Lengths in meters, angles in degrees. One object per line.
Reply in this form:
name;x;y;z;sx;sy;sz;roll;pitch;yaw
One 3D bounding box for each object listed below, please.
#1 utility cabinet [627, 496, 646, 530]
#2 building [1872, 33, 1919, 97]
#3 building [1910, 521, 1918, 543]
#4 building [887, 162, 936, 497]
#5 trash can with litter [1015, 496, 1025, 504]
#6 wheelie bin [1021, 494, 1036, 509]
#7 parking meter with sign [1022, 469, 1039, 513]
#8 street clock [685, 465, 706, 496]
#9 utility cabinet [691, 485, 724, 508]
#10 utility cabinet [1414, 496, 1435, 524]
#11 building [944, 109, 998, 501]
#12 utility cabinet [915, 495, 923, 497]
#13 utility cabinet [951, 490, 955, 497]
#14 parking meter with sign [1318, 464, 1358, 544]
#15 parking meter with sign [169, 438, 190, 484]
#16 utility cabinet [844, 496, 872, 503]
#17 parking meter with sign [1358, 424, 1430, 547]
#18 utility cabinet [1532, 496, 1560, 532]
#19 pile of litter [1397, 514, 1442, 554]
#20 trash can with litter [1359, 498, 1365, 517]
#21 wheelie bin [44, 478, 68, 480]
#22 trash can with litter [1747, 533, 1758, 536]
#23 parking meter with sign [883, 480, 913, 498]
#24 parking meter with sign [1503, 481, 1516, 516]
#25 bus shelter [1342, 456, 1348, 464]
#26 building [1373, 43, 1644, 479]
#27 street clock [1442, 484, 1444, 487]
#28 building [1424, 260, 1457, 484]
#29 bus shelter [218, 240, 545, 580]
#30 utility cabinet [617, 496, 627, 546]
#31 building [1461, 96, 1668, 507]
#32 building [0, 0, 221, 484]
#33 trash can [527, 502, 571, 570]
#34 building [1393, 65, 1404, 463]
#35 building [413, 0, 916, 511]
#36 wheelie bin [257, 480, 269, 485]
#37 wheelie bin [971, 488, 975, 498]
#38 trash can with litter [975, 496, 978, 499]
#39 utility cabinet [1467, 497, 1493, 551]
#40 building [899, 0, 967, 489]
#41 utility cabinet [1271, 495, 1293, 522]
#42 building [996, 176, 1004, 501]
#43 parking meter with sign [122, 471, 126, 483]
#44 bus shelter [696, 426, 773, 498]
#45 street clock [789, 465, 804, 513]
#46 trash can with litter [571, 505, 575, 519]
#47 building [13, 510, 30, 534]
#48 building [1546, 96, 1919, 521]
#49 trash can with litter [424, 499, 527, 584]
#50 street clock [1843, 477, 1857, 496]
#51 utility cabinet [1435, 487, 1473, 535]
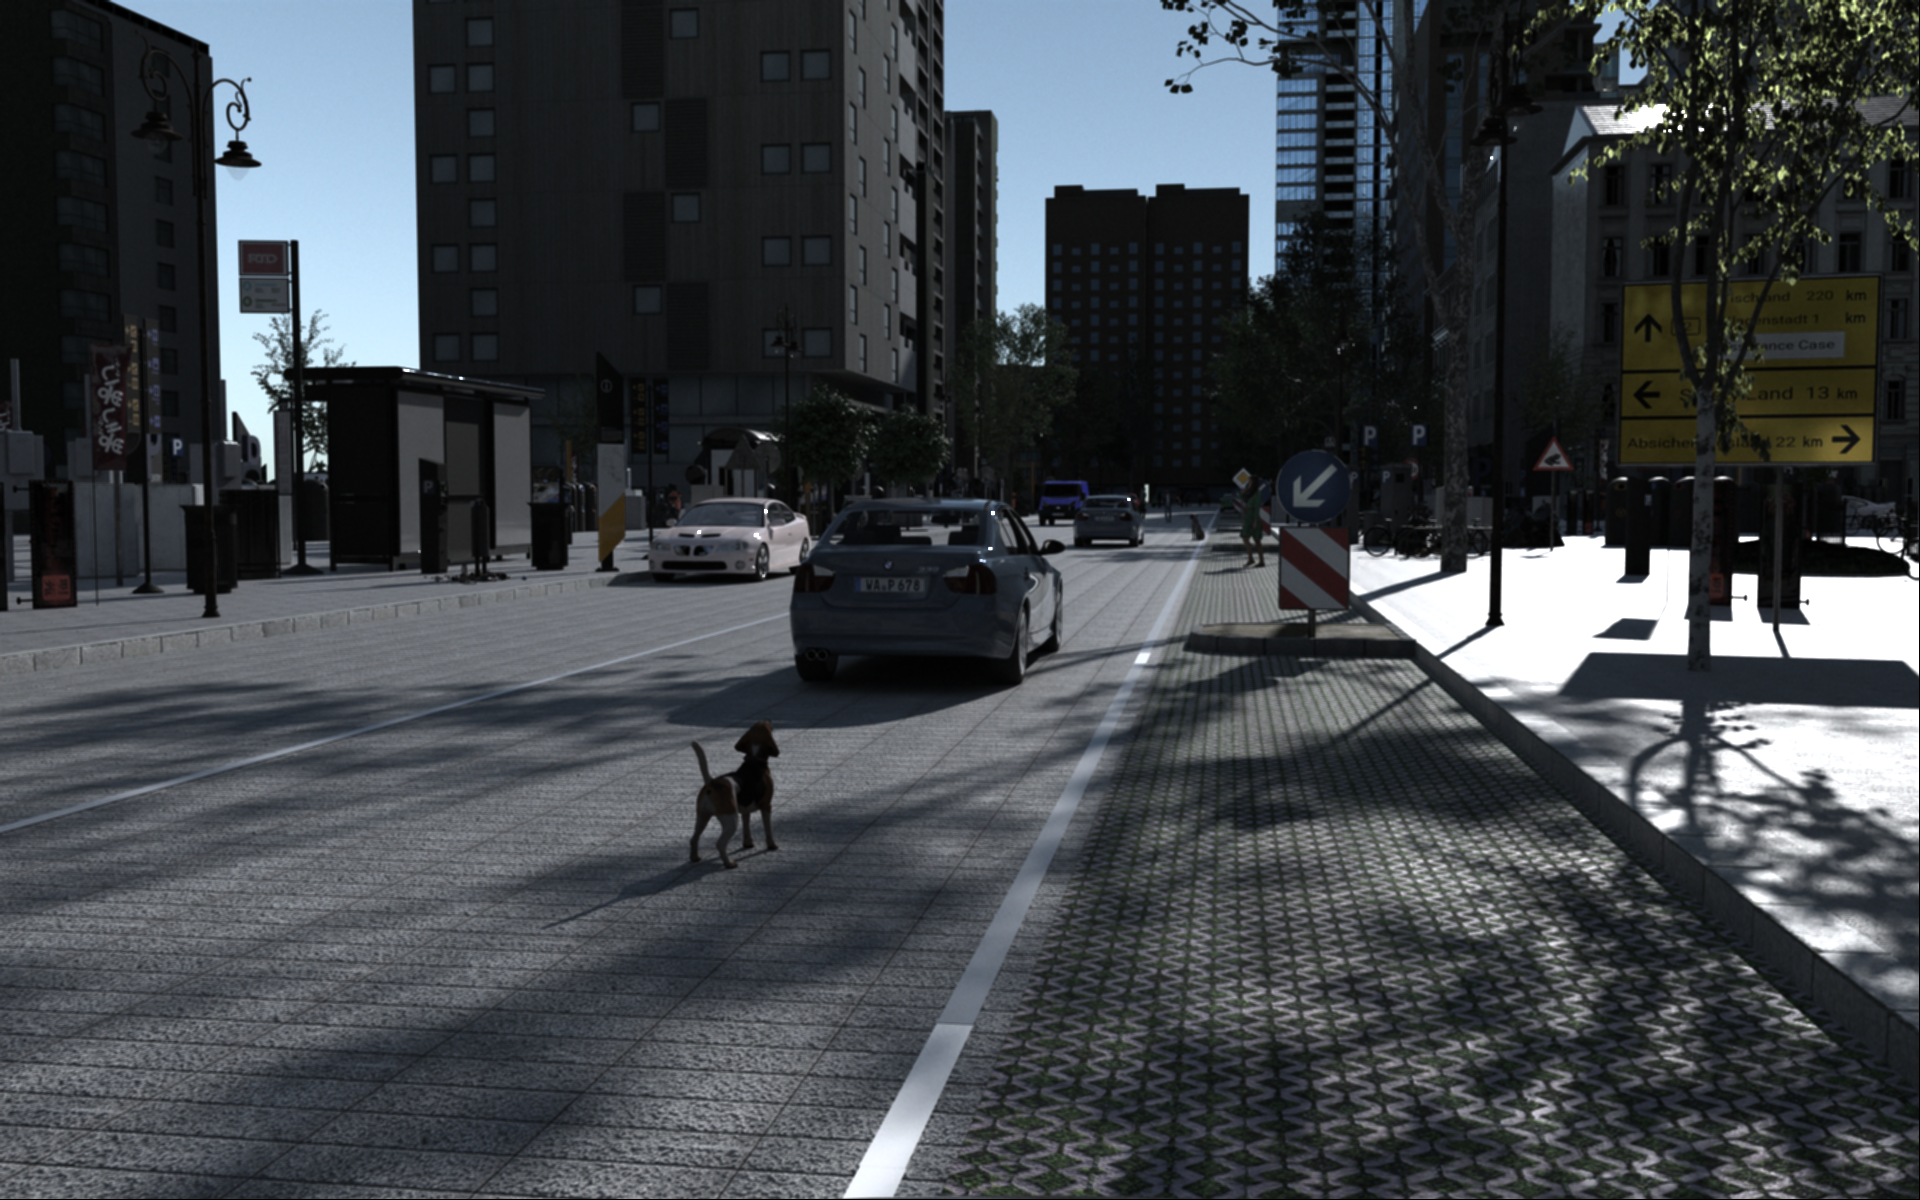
utility cabinet;-11.639;-3.092;61.712;1.020;1.237;0.306;3;4;37
building;66.465;-17.355;88.262;34.151;26.468;19.350;1;4;9
building;33.213;-29.985;32.261;21.231;58.520;28.212;1;4;9
building;-10.120;-22.863;145.507;14.160;30.474;14.107;1;4;9
trash can with litter;3.294;-5.403;99.718;1.055;1.170;0.624;-2;4;-27
wheelie bin;5.134;-7.620;132.494;0.980;1.594;0.693;-1;4;-17
parking meter with sign;4.629;-7.590;120.355;1.738;3.016;0.543;0;4;7
street clock;-6.633;-2.382;43.518;0.471;2.002;0.358;1;4;19
utility cabinet;-5.995;-1.991;41.238;0.318;1.500;1.173;-2;4;-35
utility cabinet;19.854;-3.819;73.607;1.020;1.237;0.306;0;4;-2
building;-3.949;-30.384;180.370;14.154;41.232;14.086;1;4;9
utility cabinet;-2.229;-5.028;93.369;0.306;1.237;1.020;1;4;14
utility cabinet;-0.122;-5.957;106.083;0.318;1.500;1.173;-3;4;-38
parking meter with sign;9.894;-2.949;44.473;0.543;3.016;1.738;-2;4;-30
parking meter with sign;-23.693;-3.533;54.023;1.738;3.016;0.543;1;4;14
utility cabinet;-3.798;-3.261;64.476;1.020;1.237;0.306;0;4;-5
parking meter with sign;10.723;-2.840;42.690;1.738;3.016;0.543;-2;4;-31
utility cabinet;18.998;-2.754;56.192;0.306;1.237;1.020;-1;4;-19
pile of litter;10.195;-1.451;37.688;1.719;0.858;1.176;-2;4;-30
trash can with litter;19.627;-4.452;84.178;1.055;1.170;0.624;0;4;4
wheelie bin;-17.643;-1.582;33.767;0.980;1.594;0.693;-2;4;-25
trash can with litter;24.765;-2.553;52.795;1.678;1.210;2.233;2;4;34
parking meter with sign;-2.948;-5.019;78.325;1.738;3.016;0.543;1;4;13
parking meter with sign;31.438;-6.286;99.033;1.738;3.016;0.543;1;4;22
bus shelter;22.122;-6.857;103.388;1.731;3.624;6.357;1;4;9
building;58.196;-34.821;188.927;23.786;49.044;30.456;1;4;9
street clock;34.868;-7.367;125.013;0.471;2.002;0.358;1;4;14
building;42.928;-18.215;133.976;11.583;22.565;21.152;1;4;9
bus shelter;-9.918;-3.203;29.998;2.179;5.291;8.768;1;4;9
utility cabinet;-8.569;-1.932;42.742;0.306;1.237;1.020;0;4;5
building;40.185;-18.077;113.585;12.078;24.808;19.932;1;4;9
building;-54.420;-20.267;103.073;14.107;30.474;14.160;1;4;9
trash can;-6.955;-1.082;29.350;0.748;1.137;0.748;0;3;0
building;49.947;-31.657;167.698;14.600;45.320;14.200;1;4;9
building;-18.050;-32.229;116.177;28.713;52.752;27.495;1;4;9
wheelie bin;-15.538;-1.877;38.596;0.693;1.594;0.980;-3;4;-36
wheelie bin;0.331;-5.088;91.096;0.980;1.594;0.693;-3;4;-38
trash can with litter;1.067;-8.089;143.639;0.624;1.170;1.055;-3;5;-42
utility cabinet;11.777;-1.724;39.353;0.306;1.237;1.020;-1;4;-10
building;-10.125;-44.272;162.091;20.563;71.187;20.611;1;4;9
utility cabinet;14.677;-4.144;78.916;1.020;1.237;0.306;-2;4;-24
building;-9.140;-33.574;203.555;28.867;44.769;22.147;1;4;9
parking meter with sign;-47.134;-6.107;96.105;1.738;3.016;0.543;0;4;4
bus shelter;-6.489;-3.712;54.612;2.014;3.302;5.546;1;4;9
street clock;-4.160;-2.399;43.796;0.358;2.002;0.471;2;4;32
trash can with litter;-15.731;-3.478;68.250;0.624;1.170;1.055;-3;4;-39
building;-39.229;-21.422;42.132;23.993;40.220;32.217;1;4;9
building;39.798;-14.574;87.438;18.267;20.994;9.793;1;4;9
trash can with litter;-7.294;-0.893;25.651;1.678;1.210;2.233;0;4;-4
street clock;37.336;-4.167;72.706;0.471;2.002;0.358;-1;4;-11
utility cabinet;15.489;-2.792;54.330;1.173;1.500;0.318;-1;4;-18
